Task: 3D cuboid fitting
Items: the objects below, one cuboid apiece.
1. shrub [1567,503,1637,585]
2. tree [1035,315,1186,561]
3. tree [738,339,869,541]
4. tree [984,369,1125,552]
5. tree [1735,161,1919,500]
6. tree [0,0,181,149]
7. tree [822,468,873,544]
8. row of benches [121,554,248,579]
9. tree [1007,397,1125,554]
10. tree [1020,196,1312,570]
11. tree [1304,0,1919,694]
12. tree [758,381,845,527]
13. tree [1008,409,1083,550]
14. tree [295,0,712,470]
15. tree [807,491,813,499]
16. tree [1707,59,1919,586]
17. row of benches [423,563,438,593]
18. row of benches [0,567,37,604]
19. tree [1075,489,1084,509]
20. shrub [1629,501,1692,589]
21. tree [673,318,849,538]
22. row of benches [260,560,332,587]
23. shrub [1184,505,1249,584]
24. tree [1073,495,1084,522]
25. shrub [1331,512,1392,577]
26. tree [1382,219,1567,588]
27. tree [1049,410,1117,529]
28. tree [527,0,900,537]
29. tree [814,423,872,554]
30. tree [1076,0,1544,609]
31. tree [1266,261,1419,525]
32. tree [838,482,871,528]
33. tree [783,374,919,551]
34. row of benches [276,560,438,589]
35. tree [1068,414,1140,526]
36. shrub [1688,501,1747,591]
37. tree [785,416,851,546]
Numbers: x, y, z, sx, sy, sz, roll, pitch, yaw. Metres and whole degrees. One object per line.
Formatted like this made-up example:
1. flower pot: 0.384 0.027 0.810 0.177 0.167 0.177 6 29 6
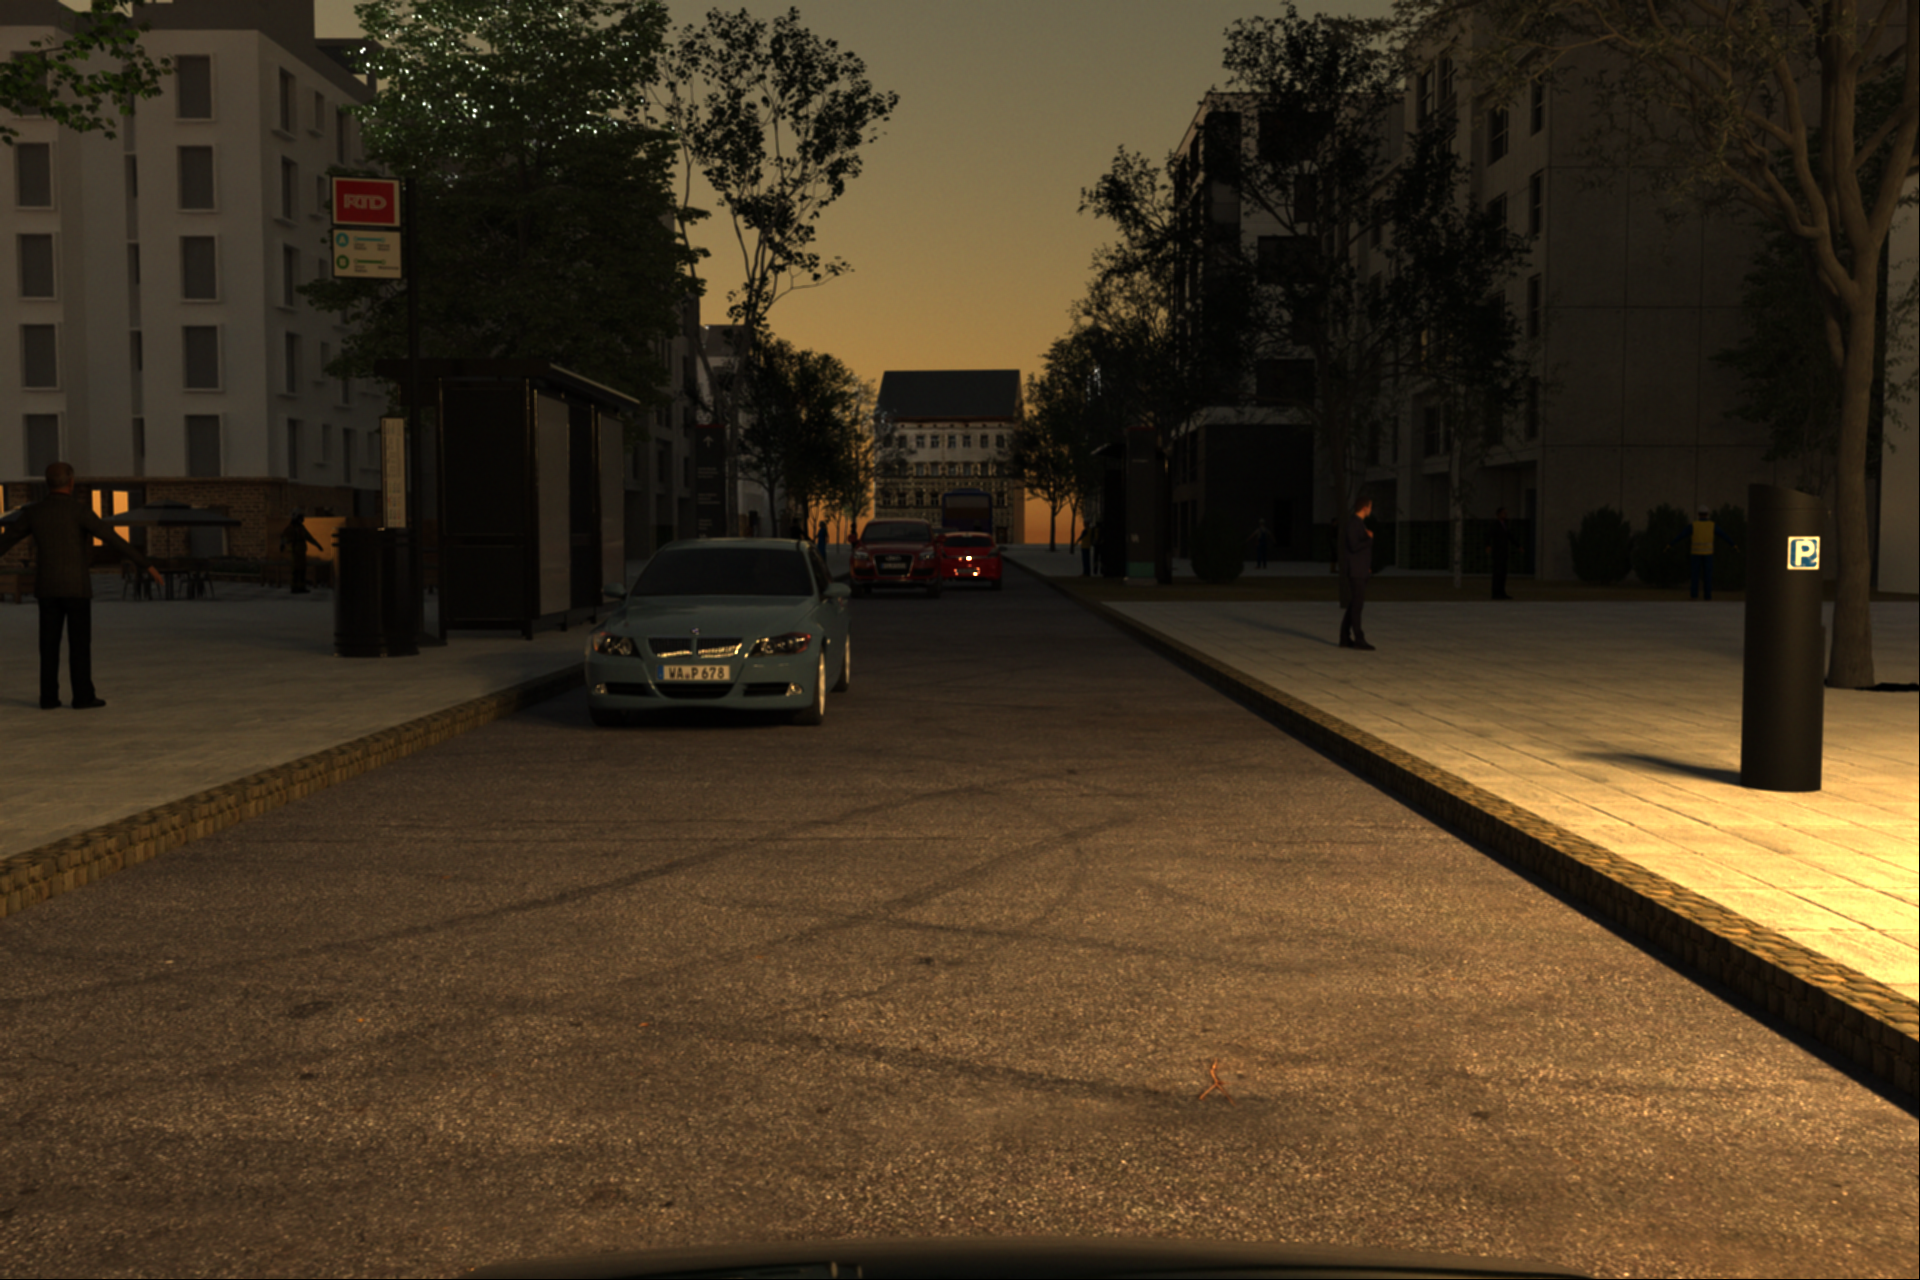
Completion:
1. shrub: 16.176 -2.417 43.560 1.661 2.075 1.752 0 3 0
2. tree: 7.106 -9.546 81.835 9.928 11.665 9.643 0 3 0
3. tree: -8.319 -10.200 92.523 9.928 11.665 9.643 0 3 0
4. tree: 6.853 -13.117 124.840 12.009 13.543 11.850 0 3 0
5. tree: 16.600 -5.109 33.900 4.360 8.622 3.978 0 3 0
6. tree: -8.042 -5.228 11.240 9.928 11.665 9.643 0 3 0
7. tree: -14.984 -18.100 230.351 7.601 10.594 8.767 1 4 8
8. row of benches: -22.950 -2.208 51.557 1.422 0.672 4.104 2 4 27
9. tree: 7.141 -10.772 110.535 8.767 10.594 7.601 0 4 4
10. tree: 7.419 -9.286 62.201 12.009 13.543 11.850 0 3 0
11. tree: 7.404 -6.352 14.218 12.009 13.543 11.850 0 3 0
12. tree: -7.939 -8.173 83.992 4.737 8.622 4.395 0 3 0
13. tree: 7.481 -12.944 137.386 9.928 11.665 9.643 0 3 0
14. tree: -8.290 -6.989 32.390 7.486 12.596 7.792 0 3 0
15. tree: -21.171 -16.813 225.258 4.737 8.622 4.395 0 3 0
16. tree: 22.543 -7.616 42.653 7.486 12.596 7.792 0 3 0
17. row of benches: -11.072 -1.325 37.133 4.104 0.672 1.422 1 4 23
18. row of benches: -18.736 -1.068 32.921 4.104 0.672 1.422 2 4 30
19. tree: 18.510 -18.202 223.364 9.928 11.665 9.643 0 3 0
20. shrub: 16.724 -2.263 41.036 1.661 2.075 1.752 0 3 0
21. tree: -8.200 -8.560 74.364 7.601 10.594 8.767 1 4 16
22. row of benches: -15.001 -1.659 42.582 4.104 0.672 1.422 0 4 -3
23. shrub: 6.613 -2.457 44.592 1.690 2.028 1.600 0 3 0
24. tree: 17.080 -17.162 230.962 4.737 8.622 4.395 0 3 0
25. shrub: 11.813 -2.868 50.929 1.661 2.075 1.752 0 3 0
26. tree: 11.597 -5.542 40.970 4.360 8.622 3.978 0 3 0
27. tree: 7.299 -9.118 99.434 4.360 8.622 3.978 0 3 0
28. tree: -8.843 -12.525 60.673 12.611 20.169 13.585 0 3 0
29. tree: -7.970 -10.019 114.177 4.737 8.622 4.395 0 3 0
30. tree: 6.509 -5.840 29.891 8.767 10.594 7.601 -3 5 -39
31. tree: 10.457 -5.901 46.849 4.360 8.622 3.978 0 3 0
32. tree: -13.681 -16.699 223.388 4.737 8.622 4.395 0 3 0
33. tree: -7.917 -13.459 130.417 12.009 13.543 11.850 0 3 0
34. row of benches: -14.174 -1.560 40.964 4.104 0.672 1.422 1 4 13
35. tree: 7.227 -8.555 90.233 4.360 8.622 3.978 0 3 0
36. shrub: 17.291 -2.114 38.980 1.690 2.028 1.600 0 3 0
37. tree: -8.528 -9.262 101.798 4.737 8.622 4.395 0 3 0
